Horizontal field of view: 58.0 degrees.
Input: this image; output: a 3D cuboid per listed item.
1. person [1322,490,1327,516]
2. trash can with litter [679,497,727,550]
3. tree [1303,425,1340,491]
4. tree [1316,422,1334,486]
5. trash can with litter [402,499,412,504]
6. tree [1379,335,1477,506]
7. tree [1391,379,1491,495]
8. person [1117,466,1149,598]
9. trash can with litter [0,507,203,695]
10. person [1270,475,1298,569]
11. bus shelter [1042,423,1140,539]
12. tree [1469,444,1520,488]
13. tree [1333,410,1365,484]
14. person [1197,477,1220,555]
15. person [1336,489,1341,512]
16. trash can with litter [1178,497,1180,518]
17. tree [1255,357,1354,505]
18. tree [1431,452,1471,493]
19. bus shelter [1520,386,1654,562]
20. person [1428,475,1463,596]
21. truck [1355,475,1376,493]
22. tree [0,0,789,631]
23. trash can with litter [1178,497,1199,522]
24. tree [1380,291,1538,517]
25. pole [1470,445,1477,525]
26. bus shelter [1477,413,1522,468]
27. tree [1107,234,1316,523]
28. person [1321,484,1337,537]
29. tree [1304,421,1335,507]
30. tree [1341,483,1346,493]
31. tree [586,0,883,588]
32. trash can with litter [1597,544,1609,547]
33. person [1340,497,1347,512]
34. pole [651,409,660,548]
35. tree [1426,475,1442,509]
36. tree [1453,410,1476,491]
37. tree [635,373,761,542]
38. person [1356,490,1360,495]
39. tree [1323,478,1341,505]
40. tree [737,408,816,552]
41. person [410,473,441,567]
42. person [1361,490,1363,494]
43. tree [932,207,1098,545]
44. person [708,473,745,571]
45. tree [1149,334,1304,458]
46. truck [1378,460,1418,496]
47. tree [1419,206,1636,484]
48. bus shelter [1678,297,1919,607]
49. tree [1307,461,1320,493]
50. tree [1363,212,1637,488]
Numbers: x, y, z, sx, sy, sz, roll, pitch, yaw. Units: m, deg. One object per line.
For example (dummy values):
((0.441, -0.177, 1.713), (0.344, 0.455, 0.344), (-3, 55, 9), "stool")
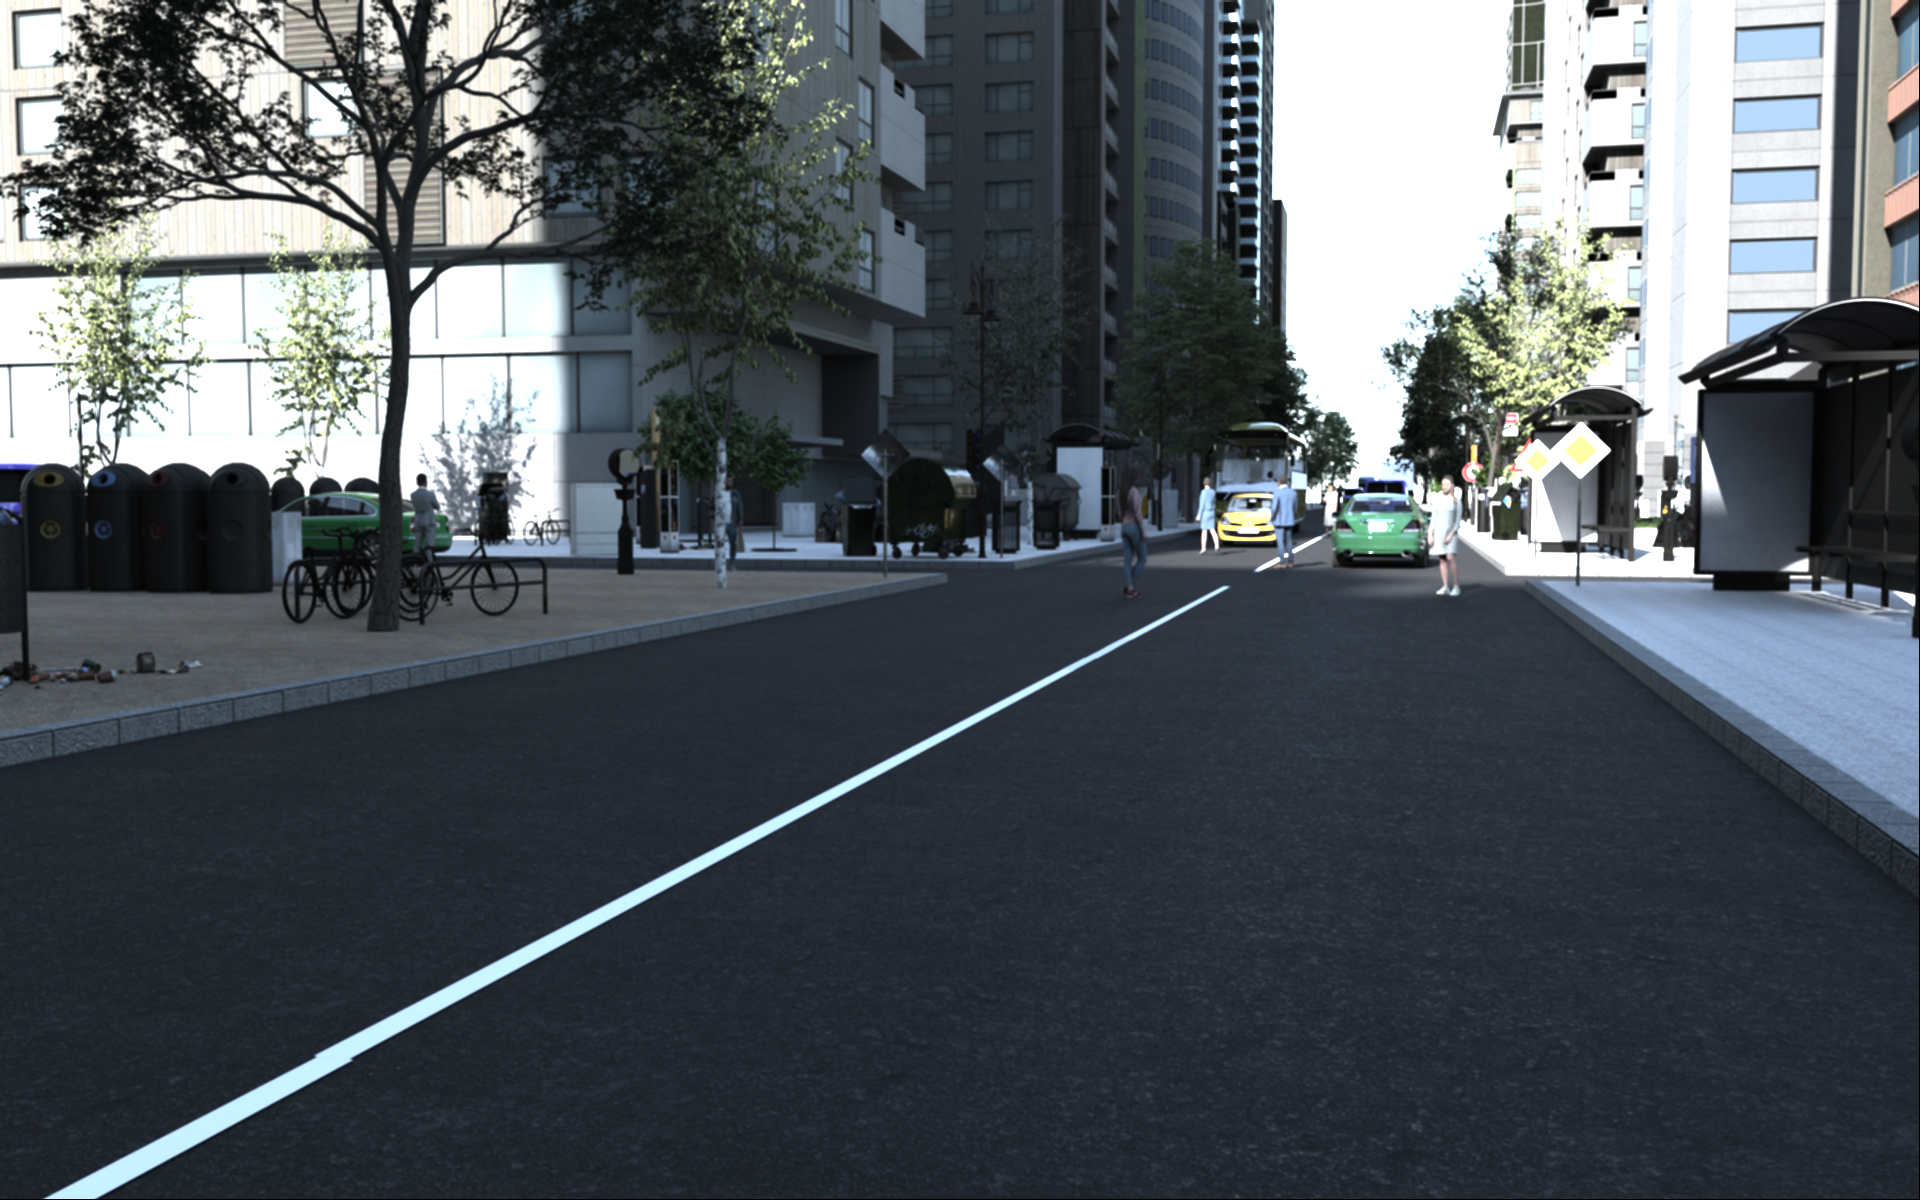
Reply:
((23.496, -6.226, 111.116), (0.721, 1.723, 1.217), (3, 4, 36), "person")
((-6.243, -1.793, 40.368), (1.678, 1.210, 2.233), (1, 4, 21), "trash can with litter")
((37.595, -14.151, 181.731), (4.737, 8.622, 4.395), (0, 3, 0), "tree")
((17.302, -11.323, 103.257), (7.486, 12.596, 7.792), (0, 3, 0), "tree")
((-12.842, -1.735, 39.749), (0.624, 1.170, 1.055), (0, 4, -3), "trash can with litter")
((52.507, -20.300, 187.799), (12.611, 20.169, 13.585), (0, 3, 0), "tree")
((45.706, -15.485, 163.547), (12.009, 13.543, 11.850), (0, 3, 0), "tree")
((2.407, -0.947, 23.991), (0.388, 1.821, 0.555), (-3, 5, -39), "person")
((-6.227, -0.050, 11.870), (1.678, 1.210, 2.233), (3, 5, 41), "trash can with litter")
((6.242, -1.506, 33.312), (0.721, 1.800, 0.419), (-2, 4, -34), "person")
((4.007, -3.555, 52.041), (2.014, 3.302, 5.546), (1, 4, 14), "bus shelter")
((20.035, -4.346, 65.659), (1.663, 3.219, 1.824), (0, 3, 0), "tree")
((50.595, -19.250, 232.857), (7.486, 12.596, 7.792), (0, 3, 0), "tree")
((5.828, -1.962, 40.606), (0.581, 1.822, 0.654), (-2, 4, -23), "person")
((23.639, -6.107, 108.792), (0.568, 1.767, 0.683), (1, 4, 15), "person")
((11.246, -4.913, 91.718), (0.624, 1.170, 1.055), (-1, 4, -12), "trash can with litter")
((23.700, -12.415, 128.747), (9.928, 11.665, 9.643), (0, 3, 0), "tree")
((30.805, -7.568, 107.450), (4.285, 4.588, 4.351), (0, 3, 0), "tree")
((12.541, -2.515, 35.049), (2.014, 3.302, 5.546), (1, 4, 14), "bus shelter")
((6.942, -0.928, 24.680), (0.512, 1.701, 0.522), (3, 5, 41), "person")
((59.377, -15.999, 251.346), (2.967, 4.110, 18.799), (1, 4, 16), "truck")
((-5.073, -4.987, 15.955), (7.601, 10.594, 8.767), (0, 4, -4), "tree")
((10.517, -4.194, 79.626), (1.678, 1.210, 2.233), (0, 4, 6), "trash can with litter")
((28.251, -10.960, 96.212), (9.611, 12.733, 9.660), (0, 3, 0), "tree")
((21.400, -4.791, 72.168), (0.158, 3.312, 0.155), (0, 3, 0), "pole")
((25.850, -6.466, 83.345), (2.179, 5.291, 8.768), (1, 4, 14), "bus shelter")
((10.521, -9.659, 76.059), (7.486, 12.596, 7.792), (0, 3, 0), "tree")
((12.336, -2.985, 57.875), (0.480, 1.755, 0.524), (2, 4, 26), "person")
((35.741, -13.695, 174.270), (4.360, 8.622, 3.978), (0, 3, 0), "tree")
((55.274, -15.747, 252.067), (1.663, 3.219, 1.824), (0, 3, 0), "tree")
((-3.213, -4.487, 23.731), (4.737, 8.622, 4.395), (0, 3, 0), "tree")
((15.793, -1.888, 42.250), (0.624, 1.170, 1.055), (2, 4, 35), "trash can with litter")
((15.940, -3.620, 71.937), (0.306, 1.304, 0.590), (0, 4, -2), "person")
((-7.284, -2.918, 41.550), (0.158, 3.312, 0.155), (0, 3, 0), "pole")
((40.656, -9.378, 147.927), (1.663, 3.219, 1.824), (0, 3, 0), "tree")
((38.917, -11.328, 135.573), (4.360, 8.622, 3.978), (0, 3, 0), "tree")
((-7.053, -3.862, 46.864), (4.285, 4.588, 4.351), (0, 3, 0), "tree")
((27.348, -6.680, 118.656), (0.436, 1.711, 0.756), (-2, 4, -33), "person")
((44.785, -13.158, 209.733), (1.663, 3.219, 1.824), (0, 3, 0), "tree")
((-4.048, -2.708, 38.871), (1.663, 3.219, 1.824), (0, 3, 0), "tree")
((-9.497, -1.353, 30.803), (0.511, 1.800, 0.466), (0, 4, 0), "person")
((35.569, -8.826, 153.361), (0.990, 1.755, 0.434), (-1, 4, -15), "person")
((1.555, -5.709, 43.700), (4.360, 8.622, 3.978), (0, 3, 0), "tree")
((-4.255, -1.437, 31.981), (0.794, 1.824, 0.713), (0, 4, 1), "person")
((14.527, -9.707, 93.115), (8.767, 10.594, 7.601), (-1, 4, -21), "tree")
((31.363, -8.264, 124.870), (2.967, 4.110, 18.799), (1, 4, 15), "truck")
((15.165, -5.757, 44.497), (4.737, 8.622, 4.395), (0, 3, 0), "tree")
((9.957, -1.624, 20.478), (2.014, 3.302, 5.546), (1, 4, 14), "bus shelter")
((28.352, -9.868, 145.052), (4.285, 4.588, 4.351), (0, 3, 0), "tree")
((17.889, -7.577, 58.295), (8.767, 10.594, 7.601), (0, 4, 4), "tree")
